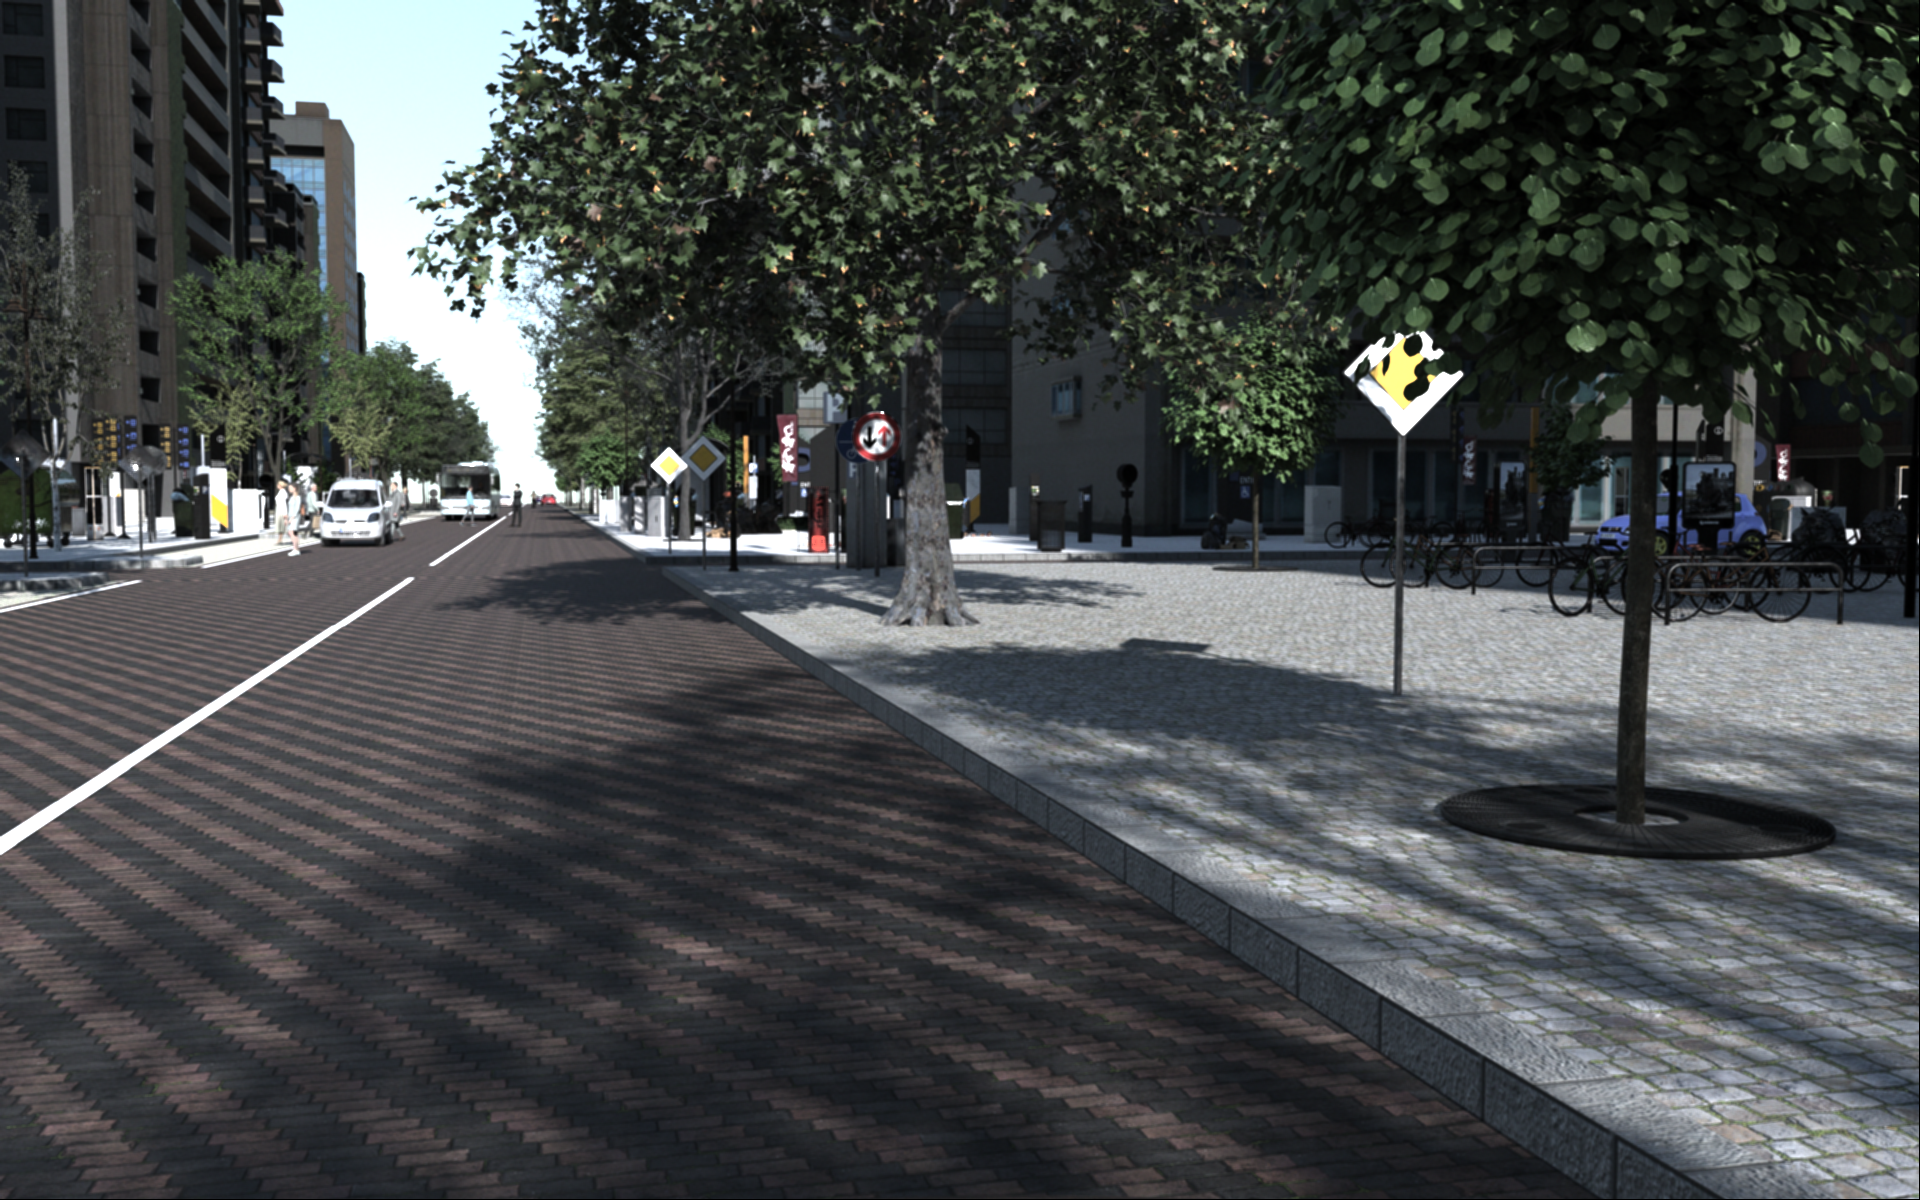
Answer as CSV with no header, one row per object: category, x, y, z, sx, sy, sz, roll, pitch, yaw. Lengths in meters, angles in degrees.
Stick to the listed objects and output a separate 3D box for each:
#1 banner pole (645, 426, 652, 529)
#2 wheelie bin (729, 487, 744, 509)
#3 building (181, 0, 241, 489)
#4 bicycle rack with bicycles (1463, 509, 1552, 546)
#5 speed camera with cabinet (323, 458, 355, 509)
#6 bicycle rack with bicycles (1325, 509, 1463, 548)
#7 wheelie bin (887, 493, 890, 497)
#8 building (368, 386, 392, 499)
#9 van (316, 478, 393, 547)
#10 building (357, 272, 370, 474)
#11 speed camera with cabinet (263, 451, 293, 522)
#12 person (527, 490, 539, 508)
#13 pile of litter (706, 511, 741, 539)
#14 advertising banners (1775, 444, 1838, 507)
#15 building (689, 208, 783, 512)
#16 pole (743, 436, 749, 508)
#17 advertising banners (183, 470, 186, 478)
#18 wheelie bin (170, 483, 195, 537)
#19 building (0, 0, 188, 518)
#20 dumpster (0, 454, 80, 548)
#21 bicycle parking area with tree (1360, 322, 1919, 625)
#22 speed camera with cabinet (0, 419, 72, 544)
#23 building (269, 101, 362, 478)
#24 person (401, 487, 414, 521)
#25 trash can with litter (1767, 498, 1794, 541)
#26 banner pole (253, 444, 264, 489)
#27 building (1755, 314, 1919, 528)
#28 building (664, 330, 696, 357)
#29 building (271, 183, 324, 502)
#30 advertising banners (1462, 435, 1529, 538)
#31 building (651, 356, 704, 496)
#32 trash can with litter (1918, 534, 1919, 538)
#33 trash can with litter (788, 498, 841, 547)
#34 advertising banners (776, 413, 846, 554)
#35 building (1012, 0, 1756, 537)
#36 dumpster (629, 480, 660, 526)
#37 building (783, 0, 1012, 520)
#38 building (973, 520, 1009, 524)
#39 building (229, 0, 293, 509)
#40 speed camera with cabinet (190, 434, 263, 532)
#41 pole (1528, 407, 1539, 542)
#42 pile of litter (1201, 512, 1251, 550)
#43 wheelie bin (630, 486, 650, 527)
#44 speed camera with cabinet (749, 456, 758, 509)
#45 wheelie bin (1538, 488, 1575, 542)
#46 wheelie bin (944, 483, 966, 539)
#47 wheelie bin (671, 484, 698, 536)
banner pole,-11.438,-4.506,63.693,0.401,3.779,0.863,-2,4,-25
wheelie bin,-9.721,-4.137,75.541,0.980,1.594,0.693,0,4,-4
building,-60.159,-29.856,111.847,21.300,48.544,21.600,-1,4,-14
bicycle rack with bicycles,13.386,-1.784,42.551,2.852,0.926,2.925,1,4,14
speed camera with cabinet,-34.562,-6.244,96.427,2.038,3.252,0.660,2,4,28
bicycle rack with bicycles,10.397,-1.726,41.607,2.925,0.926,2.852,1,4,20
wheelie bin,-3.032,-3.397,63.455,0.980,1.594,0.693,-1,4,-19
building,-92.968,-23.848,234.948,27.650,21.520,28.899,-1,4,-14
van,-16.873,-2.532,48.409,2.013,2.044,4.112,-1,4,-15
building,-81.586,-27.119,215.098,14.160,30.474,14.107,-1,4,-14
speed camera with cabinet,-31.310,-5.141,78.395,2.038,3.252,0.660,-1,4,-11
person,-43.529,-10.292,176.779,1.348,1.823,0.705,1,4,17
pile of litter,-6.981,-2.257,50.867,1.176,0.858,1.719,1,4,15
advertising banners,29.252,-3.897,59.906,2.074,3.025,0.090,3,5,41
building,-14.075,-31.146,163.857,22.147,44.769,28.867,-1,4,-14
pole,-7.471,-4.081,60.574,0.158,3.312,0.155,0,3,0
advertising banners,-29.125,-4.201,64.877,0.090,3.025,2.074,-2,4,-29
wheelie bin,-23.156,-2.684,51.784,0.693,1.594,0.980,0,4,0
building,-49.314,-19.524,90.923,14.160,30.474,14.107,-1,4,-14
dumpster,-22.346,-2.410,41.902,1.502,2.255,1.985,-1,4,-13
bicycle parking area with tree,9.545,-2.049,20.506,9.016,4.147,8.231,1,4,9
speed camera with cabinet,-23.966,-3.064,44.432,2.038,3.252,0.660,-1,4,-9
building,-77.834,-33.695,201.016,14.600,45.320,14.200,-1,4,-14
person,-28.951,-5.005,90.513,0.728,1.800,0.709,2,4,31
trash can with litter,22.374,-2.195,47.274,0.624,1.170,1.055,2,4,33
banner pole,-34.996,-5.894,86.388,0.863,3.779,0.401,2,4,26
building,46.037,-25.329,68.753,28.867,44.769,22.147,-1,4,-14
building,-31.593,-34.722,259.578,32.217,40.220,23.993,-1,4,-14
building,-66.787,-23.681,158.890,14.160,30.474,14.107,-1,4,-14
advertising banners,15.621,-3.332,50.673,2.074,3.025,0.090,2,4,31
building,-27.488,-23.789,233.982,27.650,21.520,28.899,-1,4,-14
trash can with litter,27.944,-2.411,50.483,1.678,1.210,2.233,-3,5,-44
trash can with litter,-2.957,-1.911,42.302,2.233,1.210,1.678,1,4,14
advertising banners,-3.034,-2.524,37.460,2.074,3.025,0.090,1,4,21
building,13.204,-26.870,63.033,21.600,48.544,21.300,-1,4,-14
dumpster,-12.922,-3.999,71.144,1.264,1.857,1.865,-1,4,-13
building,-3.747,-25.611,102.333,14.154,41.232,14.086,-1,4,-14
building,4.216,-24.341,81.575,14.154,41.232,14.086,-1,4,-14
building,-65.749,-29.481,136.639,22.147,44.769,28.867,-1,4,-14
speed camera with cabinet,-24.602,-3.890,57.932,2.038,3.252,0.660,-2,4,-35
pole,13.475,-2.865,40.687,0.158,3.312,0.155,0,3,0
pile of litter,6.281,-1.623,40.498,1.719,0.858,1.176,-3,5,-44
wheelie bin,-12.573,-3.699,68.390,0.980,1.594,0.693,-2,4,-30
speed camera with cabinet,-10.908,-5.818,89.464,0.660,3.252,2.038,-1,4,-15
wheelie bin,16.068,-2.364,46.563,0.980,1.594,0.693,-1,4,-10
wheelie bin,-0.326,-2.536,49.373,0.980,1.594,0.693,-2,4,-27
wheelie bin,-8.470,-2.776,53.297,0.693,1.594,0.980,1,4,11
